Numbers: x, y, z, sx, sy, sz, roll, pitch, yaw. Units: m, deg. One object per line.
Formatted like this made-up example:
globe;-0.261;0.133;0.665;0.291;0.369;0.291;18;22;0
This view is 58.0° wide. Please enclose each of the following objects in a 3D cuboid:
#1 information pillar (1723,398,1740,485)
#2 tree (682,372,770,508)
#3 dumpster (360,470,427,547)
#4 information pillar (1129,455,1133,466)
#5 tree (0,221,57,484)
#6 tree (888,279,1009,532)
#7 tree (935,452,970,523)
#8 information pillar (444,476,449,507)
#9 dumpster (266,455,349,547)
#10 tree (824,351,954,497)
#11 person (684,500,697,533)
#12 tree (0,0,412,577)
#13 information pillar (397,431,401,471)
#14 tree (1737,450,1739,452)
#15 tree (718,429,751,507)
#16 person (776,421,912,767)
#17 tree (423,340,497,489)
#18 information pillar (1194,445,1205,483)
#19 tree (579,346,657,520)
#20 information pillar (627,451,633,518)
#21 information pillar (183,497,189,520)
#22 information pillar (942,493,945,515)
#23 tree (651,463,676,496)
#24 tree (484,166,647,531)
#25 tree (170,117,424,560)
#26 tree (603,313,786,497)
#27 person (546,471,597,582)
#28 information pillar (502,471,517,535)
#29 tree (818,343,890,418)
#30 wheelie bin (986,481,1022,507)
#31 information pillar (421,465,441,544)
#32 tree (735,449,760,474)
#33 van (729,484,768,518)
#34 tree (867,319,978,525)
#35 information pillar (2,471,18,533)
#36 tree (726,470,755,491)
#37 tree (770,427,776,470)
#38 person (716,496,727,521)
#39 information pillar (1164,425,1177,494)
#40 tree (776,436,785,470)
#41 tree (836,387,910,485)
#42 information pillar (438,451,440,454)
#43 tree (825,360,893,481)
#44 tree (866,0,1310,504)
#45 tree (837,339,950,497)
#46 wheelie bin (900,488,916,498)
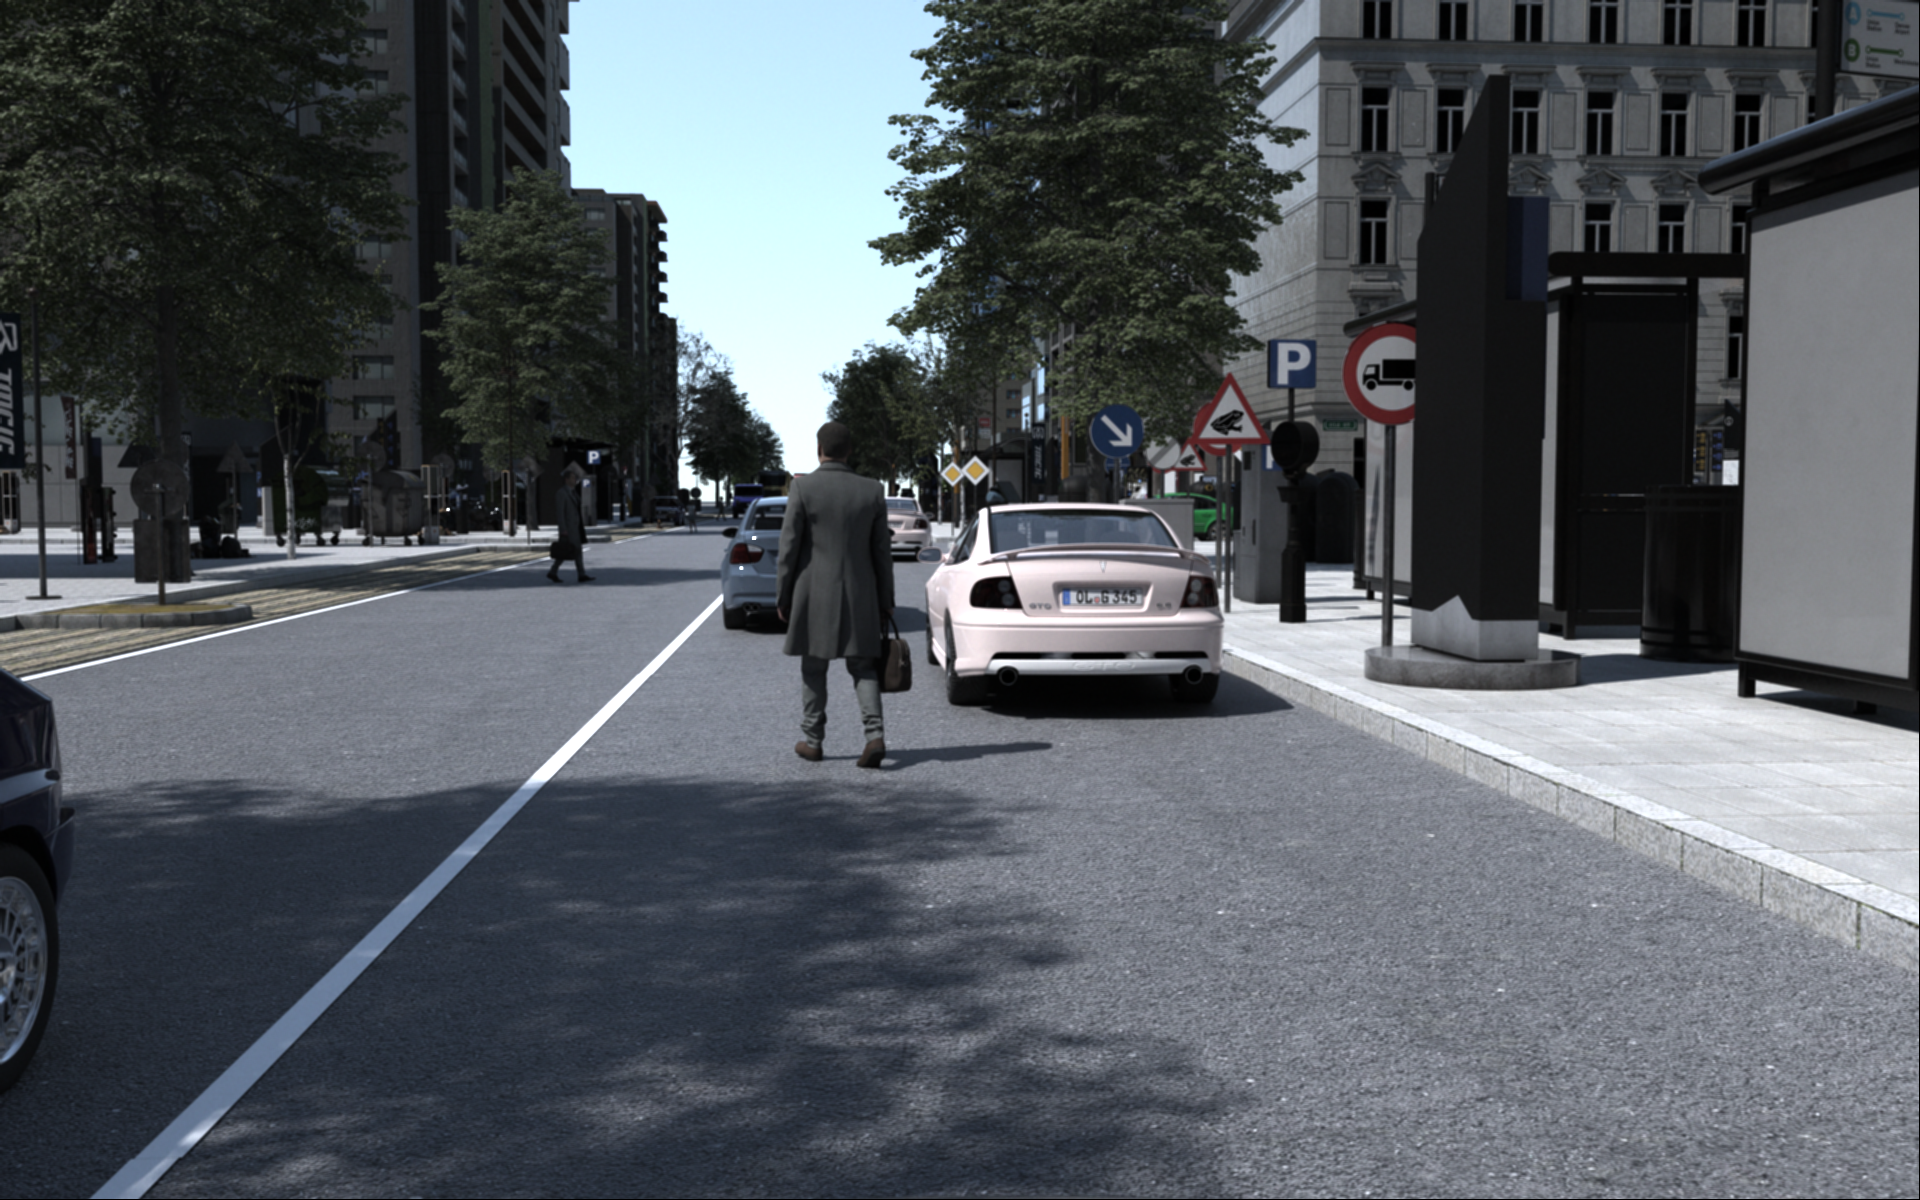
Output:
information pillar;18.831;-3.114;42.268;0.183;3.616;0.504;-2;4;-27
tree;-22.081;-14.702;158.511;7.486;12.596;7.792;0;3;0
dumpster;-14.031;-2.270;42.866;1.264;1.857;1.865;0;4;-4
information pillar;9.551;-6.449;96.793;0.183;3.616;0.504;-1;4;-9
tree;-22.645;-5.468;39.768;4.360;8.622;3.978;0;3;0
tree;-0.098;-6.597;58.222;4.360;8.622;3.978;0;3;0
tree;-0.546;-5.090;77.823;1.663;3.219;1.824;0;3;0
information pillar;-20.626;-3.958;69.212;0.304;2.012;0.304;2;4;23
dumpster;-16.127;-2.468;42.845;1.502;2.255;1.985;0;4;-5
tree;-4.294;-10.900;112.634;8.767;10.594;7.601;-2;4;-27
person;-9.996;-3.100;64.204;0.505;1.210;0.382;0;4;-6
tree;-12.066;-6.604;26.110;7.486;12.596;7.792;0;3;0
information pillar;-20.898;-4.457;64.229;0.183;3.616;0.504;1;4;19
tree;17.930;-2.665;38.182;1.663;3.219;1.824;0;3;0
tree;-22.893;-13.531;171.592;4.360;8.622;3.978;0;3;0
person;-0.643;-0.036;9.191;0.694;1.812;0.767;-1;4;-21
tree;-23.360;-7.959;80.491;4.737;8.622;4.395;0;3;0
information pillar;9.500;-4.736;68.788;0.183;3.616;0.504;-3;4;-38
tree;-16.850;-8.298;86.041;4.737;8.622;4.395;0;3;0
information pillar;-18.078;-6.323;94.734;0.183;3.616;0.504;-2;4;-34
information pillar;-28.583;-3.622;63.708;0.304;2.012;0.304;0;3;0
information pillar;-1.067;-5.965;102.013;0.304;2.012;0.304;1;4;11
tree;-18.222;-6.727;104.588;1.663;3.219;1.824;0;3;0
tree;-14.803;-8.688;60.168;7.486;12.596;7.792;0;3;0
tree;-13.010;-5.082;33.447;4.737;8.622;4.395;0;3;0
tree;-19.543;-12.717;118.293;12.009;13.543;11.850;0;3;0
person;-6.327;-1.196;28.157;0.767;1.812;0.694;1;4;10
information pillar;-14.286;-3.085;54.925;0.304;2.012;0.304;2;4;34
tree;-11.397;-22.114;217.449;12.611;20.169;13.585;0;3;0
wheelie bin;1.036;-2.080;41.920;0.693;1.594;0.980;2;4;35
information pillar;-13.546;-2.436;44.314;0.304;2.012;0.304;2;4;35
tree;-27.169;-16.288;216.670;4.737;8.622;4.395;0;3;0
van;-12.611;-6.065;103.543;2.240;2.365;5.245;0;4;-6
tree;-1.056;-7.470;72.500;4.737;8.622;4.395;0;3;0
information pillar;-30.954;-3.177;56.442;0.304;2.012;0.304;1;4;11
tree;-25.739;-13.445;203.539;4.285;4.588;4.351;0;3;0
tree;-25.697;-16.587;189.319;7.486;12.596;7.792;0;3;0
person;-12.850;-4.918;93.183;0.640;1.303;0.475;-2;4;-33
information pillar;6.931;-4.031;57.267;0.504;3.616;0.183;2;4;32
tree;-31.440;-21.785;274.313;7.486;12.596;7.792;0;3;0
tree;-9.334;-16.074;179.819;9.611;12.733;9.660;0;3;0
information pillar;-28.201;-6.276;93.961;0.183;3.616;0.504;-2;4;-32
tree;-7.411;-14.974;155.200;12.009;13.543;11.850;0;3;0
tree;2.243;-6.850;30.130;7.486;12.596;7.792;0;3;0
tree;-5.538;-14.380;141.761;9.857;13.997;8.962;0;3;0
wheelie bin;-2.935;-5.424;96.585;0.980;1.594;0.693;1;4;20
